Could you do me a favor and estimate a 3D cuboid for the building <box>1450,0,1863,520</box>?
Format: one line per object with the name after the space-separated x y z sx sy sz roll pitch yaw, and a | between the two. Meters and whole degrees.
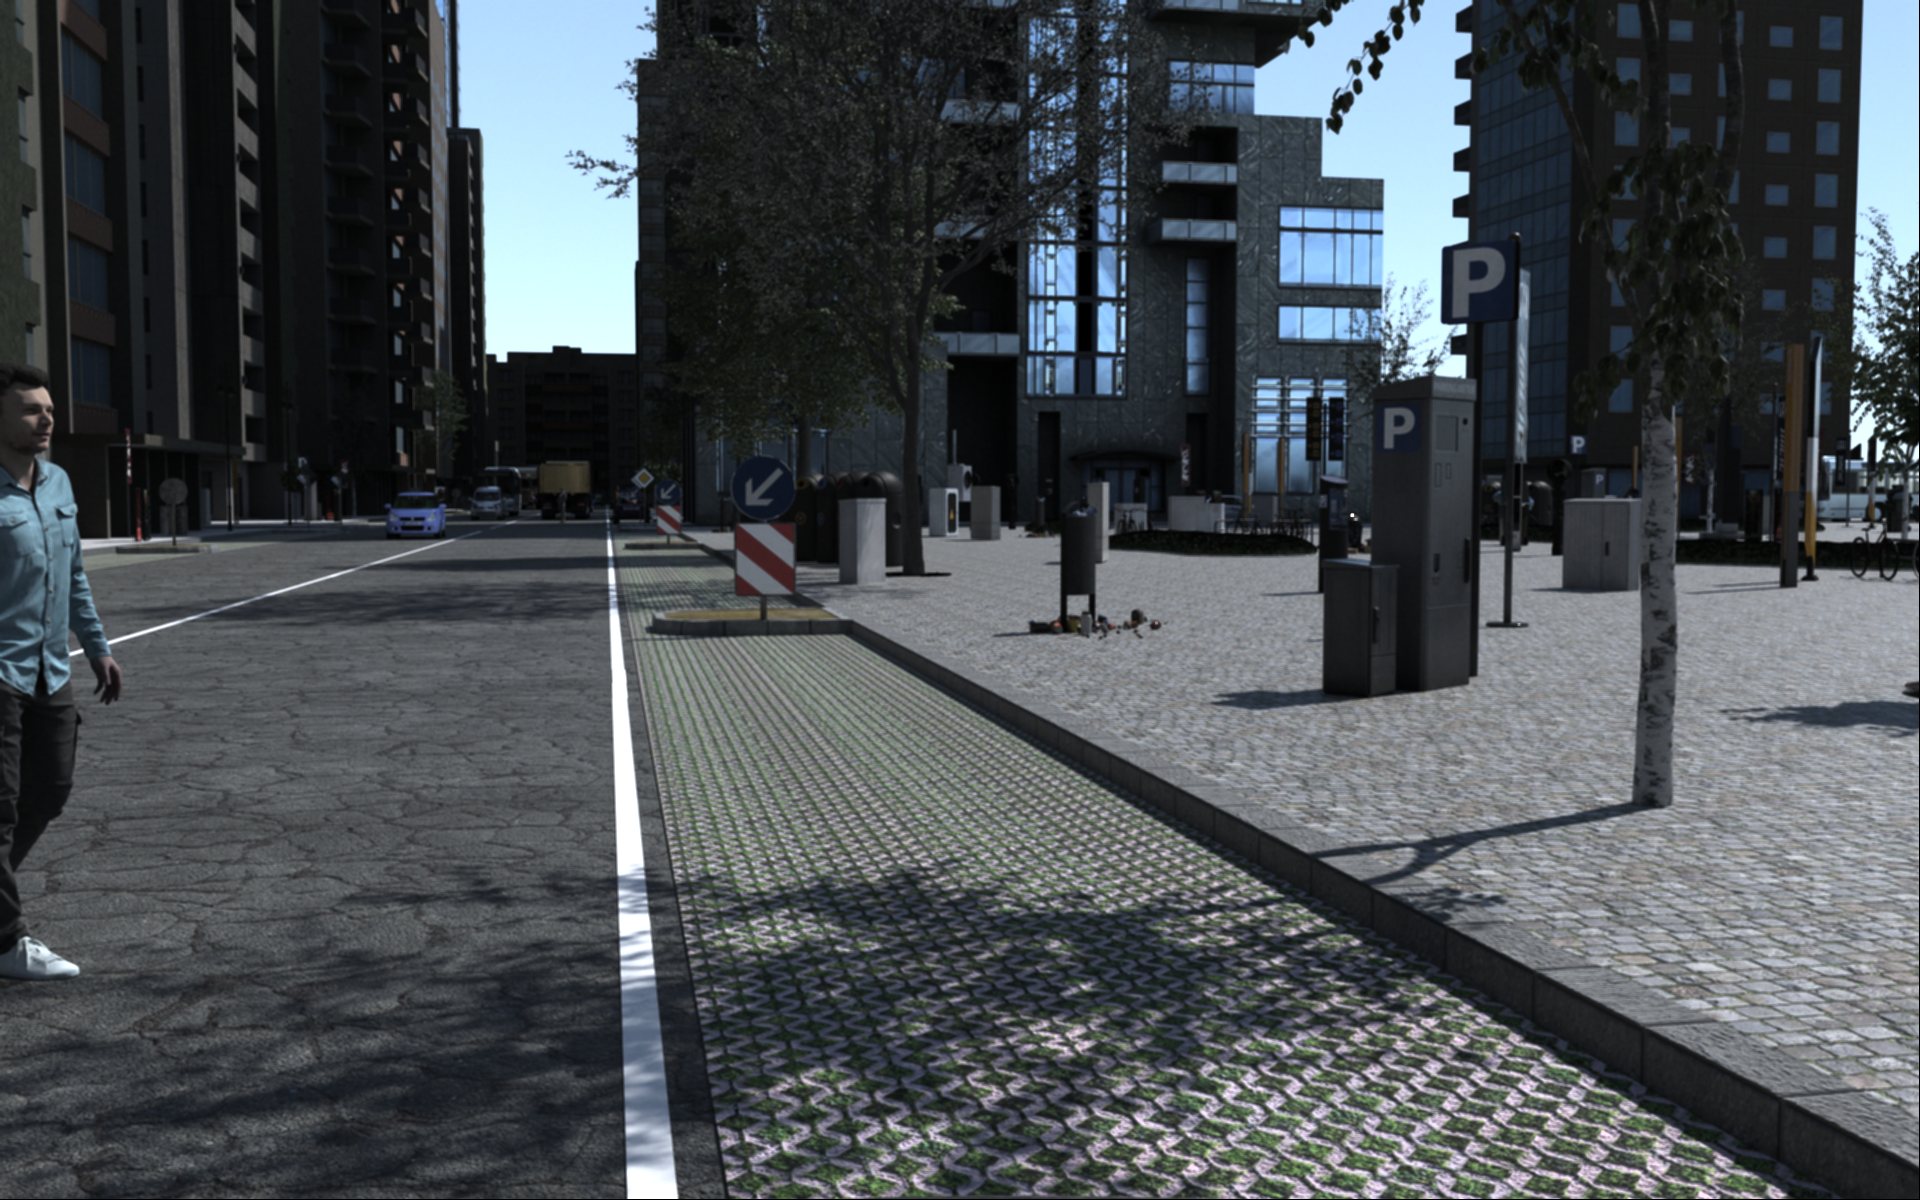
35.333 -26.857 89.215 14.200 45.320 14.600 -1 4 -12 | building

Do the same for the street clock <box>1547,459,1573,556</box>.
12.506 -1.932 36.165 0.471 2.002 0.358 3 5 44 | street clock

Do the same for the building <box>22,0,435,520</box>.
-46.216 -27.912 110.986 22.147 44.769 28.867 -1 4 -12 | building

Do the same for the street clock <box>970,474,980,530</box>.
0.460 -3.472 61.339 0.471 2.002 0.358 1 4 14 | street clock

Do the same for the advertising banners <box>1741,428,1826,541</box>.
22.270 -3.100 46.866 2.074 3.025 0.090 3 5 41 | advertising banners

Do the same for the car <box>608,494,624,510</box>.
-30.791 -8.989 156.753 2.009 1.686 4.222 -1 4 -13 | car

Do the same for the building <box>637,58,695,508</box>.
-23.940 -29.605 167.642 14.154 41.232 14.086 -1 4 -12 | building

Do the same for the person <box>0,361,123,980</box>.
-2.909 0.200 5.247 0.620 1.820 0.660 1 4 9 | person

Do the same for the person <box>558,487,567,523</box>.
-19.794 -4.720 85.949 0.520 1.790 0.573 1 4 15 | person

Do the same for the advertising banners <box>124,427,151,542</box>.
-22.070 -3.075 46.460 0.090 3.025 2.074 -1 4 -10 | advertising banners

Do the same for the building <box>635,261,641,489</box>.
-33.370 -27.188 216.226 14.160 30.474 14.107 -1 4 -12 | building

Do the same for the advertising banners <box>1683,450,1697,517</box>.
30.002 -4.470 69.273 2.074 3.025 0.090 1 4 22 | advertising banners

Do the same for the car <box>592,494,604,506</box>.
-43.090 -11.997 204.951 1.959 1.807 4.718 -1 4 -13 | car

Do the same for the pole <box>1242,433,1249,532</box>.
9.540 -3.912 57.808 0.158 3.312 0.155 0 3 0 | pole

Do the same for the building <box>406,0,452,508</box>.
-51.927 -30.536 149.377 14.600 45.320 14.200 -1 4 -12 | building

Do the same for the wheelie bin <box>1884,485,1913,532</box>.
31.583 -3.082 58.304 0.693 1.594 0.980 0 4 -7 | wheelie bin

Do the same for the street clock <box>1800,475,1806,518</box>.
31.429 -3.655 64.334 0.471 2.002 0.358 -2 4 -33 | street clock

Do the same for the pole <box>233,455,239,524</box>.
-31.030 -4.914 74.183 0.158 3.312 0.155 0 3 0 | pole

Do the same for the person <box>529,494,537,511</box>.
-36.384 -8.304 147.497 0.421 1.427 0.697 3 5 42 | person

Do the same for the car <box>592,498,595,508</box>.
-38.915 -10.434 180.190 1.945 1.707 3.694 -1 4 -11 | car

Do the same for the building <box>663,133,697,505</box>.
-17.274 -22.677 142.467 14.160 30.474 14.107 -1 4 -12 | building

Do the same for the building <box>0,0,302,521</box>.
-40.339 -19.014 82.581 14.160 30.474 14.107 -1 4 -12 | building

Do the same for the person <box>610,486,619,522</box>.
-17.249 -4.792 86.759 0.656 1.842 0.836 2 4 29 | person

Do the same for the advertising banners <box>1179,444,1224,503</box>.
8.433 -3.936 60.546 2.074 3.025 0.090 -2 4 -33 | advertising banners

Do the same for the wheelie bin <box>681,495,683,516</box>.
-15.351 -5.510 97.991 0.693 1.594 0.980 0 4 4 | wheelie bin

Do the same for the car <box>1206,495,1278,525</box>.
11.586 -3.796 74.066 4.499 1.417 2.014 -1 4 -10 | car

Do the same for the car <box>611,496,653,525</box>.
-15.615 -4.271 82.403 1.945 1.354 3.894 -1 4 -10 | car

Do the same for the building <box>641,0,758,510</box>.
-23.737 -45.638 184.441 20.563 71.187 20.611 -1 4 -12 | building

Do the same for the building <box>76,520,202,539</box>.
-38.200 -24.123 49.037 28.867 44.769 22.147 -1 4 -12 | building

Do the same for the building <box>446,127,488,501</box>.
-58.878 -30.785 186.935 14.154 41.232 14.086 -1 4 -12 | building

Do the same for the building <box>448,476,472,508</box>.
-64.366 -29.026 166.454 32.217 40.220 23.993 -1 4 -12 | building

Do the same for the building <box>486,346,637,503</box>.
-54.556 -24.260 241.686 28.899 21.520 27.650 -1 4 -12 | building

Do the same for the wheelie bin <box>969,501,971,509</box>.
0.116 -5.518 98.122 0.693 1.594 0.980 -3 4 -36 | wheelie bin

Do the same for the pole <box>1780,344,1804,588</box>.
11.407 -1.829 23.749 0.158 3.312 0.155 0 3 0 | pole

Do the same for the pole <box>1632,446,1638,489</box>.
28.662 -4.879 73.614 0.158 3.312 0.155 0 3 0 | pole

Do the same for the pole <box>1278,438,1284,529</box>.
11.687 -4.234 63.062 0.158 3.312 0.155 0 3 0 | pole

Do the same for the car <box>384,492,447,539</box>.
-17.720 -2.867 56.463 1.945 1.707 3.694 -1 4 -13 | car

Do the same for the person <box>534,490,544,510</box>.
-37.676 -8.975 155.379 1.348 1.807 0.705 0 4 -1 | person

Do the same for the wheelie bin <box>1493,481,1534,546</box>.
13.807 -2.166 43.316 0.980 1.594 0.693 0 4 5 | wheelie bin

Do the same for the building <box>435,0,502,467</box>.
-71.153 -54.497 203.694 31.000 86.520 22.319 -1 4 -12 | building

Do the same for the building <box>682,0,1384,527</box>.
2.150 -47.082 82.458 31.000 86.520 22.319 -1 4 -12 | building

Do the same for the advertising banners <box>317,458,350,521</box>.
-30.451 -5.344 83.568 2.074 3.025 0.090 0 4 -7 | advertising banners

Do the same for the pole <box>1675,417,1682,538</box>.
19.042 -3.188 45.974 0.158 3.312 0.155 0 3 0 | pole

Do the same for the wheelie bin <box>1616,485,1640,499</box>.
22.217 -3.037 57.571 0.693 1.594 0.980 0 4 -3 | wheelie bin
